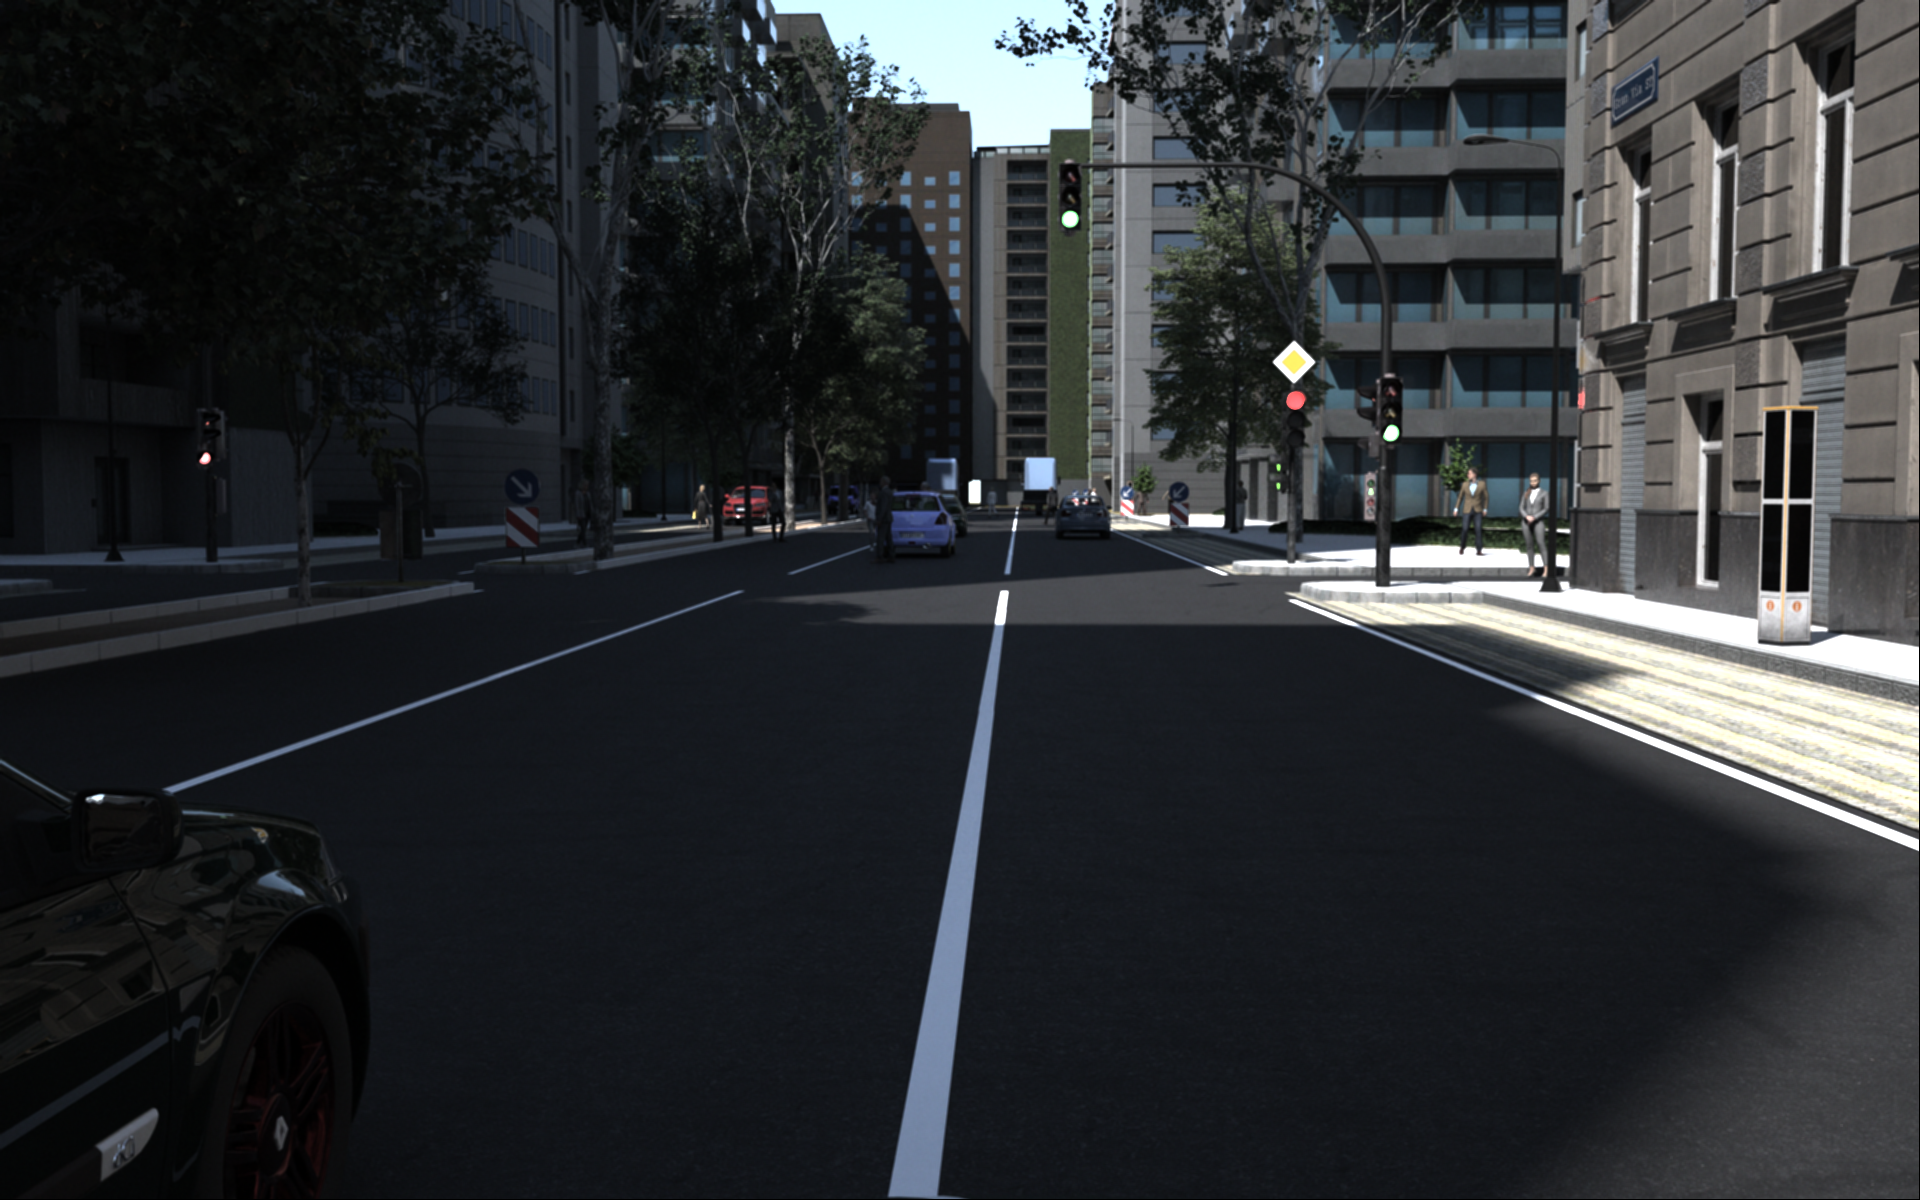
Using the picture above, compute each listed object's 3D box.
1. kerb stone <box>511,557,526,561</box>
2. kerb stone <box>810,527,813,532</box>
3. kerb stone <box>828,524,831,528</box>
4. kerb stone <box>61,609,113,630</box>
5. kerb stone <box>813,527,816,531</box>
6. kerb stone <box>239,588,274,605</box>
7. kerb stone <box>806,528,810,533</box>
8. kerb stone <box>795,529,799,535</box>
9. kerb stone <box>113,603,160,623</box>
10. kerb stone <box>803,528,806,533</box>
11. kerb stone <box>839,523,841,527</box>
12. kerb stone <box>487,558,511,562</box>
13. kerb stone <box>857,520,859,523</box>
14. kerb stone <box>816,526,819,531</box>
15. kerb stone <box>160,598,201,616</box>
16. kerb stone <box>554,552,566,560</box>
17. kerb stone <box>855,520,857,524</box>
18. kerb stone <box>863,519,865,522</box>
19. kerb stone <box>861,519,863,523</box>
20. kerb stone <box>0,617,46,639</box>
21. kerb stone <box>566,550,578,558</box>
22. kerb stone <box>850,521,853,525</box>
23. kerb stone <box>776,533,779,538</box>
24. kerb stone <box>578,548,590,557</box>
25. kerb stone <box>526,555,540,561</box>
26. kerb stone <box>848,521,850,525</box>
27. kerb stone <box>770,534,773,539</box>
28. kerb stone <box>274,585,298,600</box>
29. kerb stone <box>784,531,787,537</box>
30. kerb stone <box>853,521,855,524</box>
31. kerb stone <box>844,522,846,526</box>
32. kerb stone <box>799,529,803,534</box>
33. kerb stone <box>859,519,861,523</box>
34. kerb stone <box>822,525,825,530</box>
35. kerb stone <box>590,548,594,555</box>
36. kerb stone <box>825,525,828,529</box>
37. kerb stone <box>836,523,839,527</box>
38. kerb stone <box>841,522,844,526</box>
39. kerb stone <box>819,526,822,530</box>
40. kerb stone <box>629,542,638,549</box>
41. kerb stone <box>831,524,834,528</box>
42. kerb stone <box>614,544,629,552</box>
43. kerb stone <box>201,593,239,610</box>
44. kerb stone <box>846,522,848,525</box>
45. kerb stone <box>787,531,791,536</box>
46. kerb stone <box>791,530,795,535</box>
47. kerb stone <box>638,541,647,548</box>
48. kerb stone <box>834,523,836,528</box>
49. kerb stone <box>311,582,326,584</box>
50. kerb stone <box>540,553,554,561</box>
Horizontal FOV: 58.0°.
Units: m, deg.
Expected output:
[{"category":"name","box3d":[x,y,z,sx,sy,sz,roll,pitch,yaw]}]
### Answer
[{"category":"kerb stone","box3d":[-8.901,-0.753,34.501,0.120,0.150,1.000,0,4,2]},{"category":"kerb stone","box3d":[-5.740,-2.619,65.125,0.120,0.150,1.000,0,4,2]},{"category":"kerb stone","box3d":[-5.535,-3.001,71.259,0.120,0.150,1.000,0,4,2]},{"category":"kerb stone","box3d":[-9.448,0.220,18.603,0.120,0.150,1.000,0,4,2]},{"category":"kerb stone","box3d":[-5.705,-2.688,66.146,0.120,0.150,1.000,0,4,2]},{"category":"kerb stone","box3d":[-9.308,-0.031,22.707,0.120,0.150,1.000,0,4,2]},{"category":"kerb stone","box3d":[-5.783,-2.559,64.101,0.120,0.150,1.000,0,4,2]},{"category":"kerb stone","box3d":[-5.879,-2.375,61.031,0.120,0.150,1.000,0,4,2]},{"category":"kerb stone","box3d":[-9.407,0.160,19.624,0.120,0.150,1.000,0,4,2]},{"category":"kerb stone","box3d":[-5.813,-2.497,63.077,0.120,0.150,1.000,0,4,2]},{"category":"kerb stone","box3d":[-5.383,-3.252,75.362,0.120,0.150,1.000,0,4,2]},{"category":"kerb stone","box3d":[-8.930,-0.689,33.477,0.120,0.150,1.000,0,4,2]},{"category":"kerb stone","box3d":[-5.113,-3.751,83.546,0.120,0.150,1.000,0,4,2]},{"category":"kerb stone","box3d":[-5.671,-2.751,67.172,0.120,0.150,1.000,0,4,2]},{"category":"kerb stone","box3d":[-9.382,0.098,20.656,0.120,0.150,1.000,0,4,2]},{"category":"kerb stone","box3d":[-8.793,-0.940,37.566,0.120,0.150,1.000,0,4,2]},{"category":"kerb stone","box3d":[-5.135,-3.689,82.524,0.120,0.150,1.000,0,4,2]},{"category":"kerb stone","box3d":[-5.004,-3.940,86.617,0.120,0.150,1.000,0,4,2]},{"category":"kerb stone","box3d":[-5.042,-3.878,85.596,0.120,0.150,1.000,0,4,2]},{"category":"kerb stone","box3d":[-9.487,0.282,17.582,0.120,0.150,1.000,0,4,2]},{"category":"kerb stone","box3d":[-8.754,-1.002,38.592,0.120,0.150,1.000,0,4,2]},{"category":"kerb stone","box3d":[-5.214,-3.563,80.481,0.120,0.150,1.000,0,4,2]},{"category":"kerb stone","box3d":[-6.062,-2.062,55.905,0.120,0.150,1.000,0,4,2]},{"category":"kerb stone","box3d":[-8.716,-1.065,39.614,0.120,0.150,1.000,0,4,2]},{"category":"kerb stone","box3d":[-8.868,-0.815,35.523,0.120,0.150,1.000,0,4,2]},{"category":"kerb stone","box3d":[-5.248,-3.502,79.452,0.120,0.150,1.000,0,4,2]},{"category":"kerb stone","box3d":[-6.095,-1.998,54.880,0.120,0.150,1.000,0,4,2]},{"category":"kerb stone","box3d":[-9.264,-0.094,23.728,0.120,0.150,1.000,0,4,2]},{"category":"kerb stone","box3d":[-5.993,-2.186,57.951,0.120,0.150,1.000,0,4,2]},{"category":"kerb stone","box3d":[-5.174,-3.627,81.502,0.120,0.150,1.000,0,4,2]},{"category":"kerb stone","box3d":[-5.316,-3.376,77.406,0.120,0.150,1.000,0,4,2]},{"category":"kerb stone","box3d":[-5.852,-2.438,62.053,0.120,0.150,1.000,0,4,2]},{"category":"kerb stone","box3d":[-5.071,-3.807,84.574,0.120,0.150,1.000,0,4,2]},{"category":"kerb stone","box3d":[-5.604,-2.876,69.216,0.120,0.150,1.000,0,4,2]},{"category":"kerb stone","box3d":[-8.683,-1.128,40.635,0.120,0.150,1.000,0,4,2]},{"category":"kerb stone","box3d":[-5.568,-2.934,70.237,0.120,0.150,1.000,0,4,2]},{"category":"kerb stone","box3d":[-5.415,-3.189,74.337,0.120,0.150,1.000,0,4,2]},{"category":"kerb stone","box3d":[-5.351,-3.314,76.384,0.120,0.150,1.000,0,4,2]},{"category":"kerb stone","box3d":[-5.632,-2.813,68.194,0.120,0.150,1.000,0,4,2]},{"category":"kerb stone","box3d":[-8.545,-1.379,44.736,0.120,0.150,1.000,0,4,2]},{"category":"kerb stone","box3d":[-5.498,-3.063,72.283,0.120,0.150,1.000,0,4,2]},{"category":"kerb stone","box3d":[-8.586,-1.316,43.714,0.120,0.150,1.000,0,4,2]},{"category":"kerb stone","box3d":[-9.340,0.032,21.677,0.120,0.150,1.000,0,4,2]},{"category":"kerb stone","box3d":[-5.281,-3.439,78.430,0.120,0.150,1.000,0,4,2]},{"category":"kerb stone","box3d":[-5.955,-2.250,58.978,0.120,0.150,1.000,0,4,2]},{"category":"kerb stone","box3d":[-5.918,-2.312,60.000,0.120,0.150,1.000,0,4,2]},{"category":"kerb stone","box3d":[-8.512,-1.441,45.765,0.120,0.150,1.000,0,4,2]},{"category":"kerb stone","box3d":[-5.457,-3.127,73.315,0.120,0.150,1.000,0,4,2]},{"category":"kerb stone","box3d":[-9.245,-0.156,24.753,0.120,0.150,1.000,0,4,2]},{"category":"kerb stone","box3d":[-8.821,-0.877,36.544,0.120,0.150,1.000,0,4,2]}]
